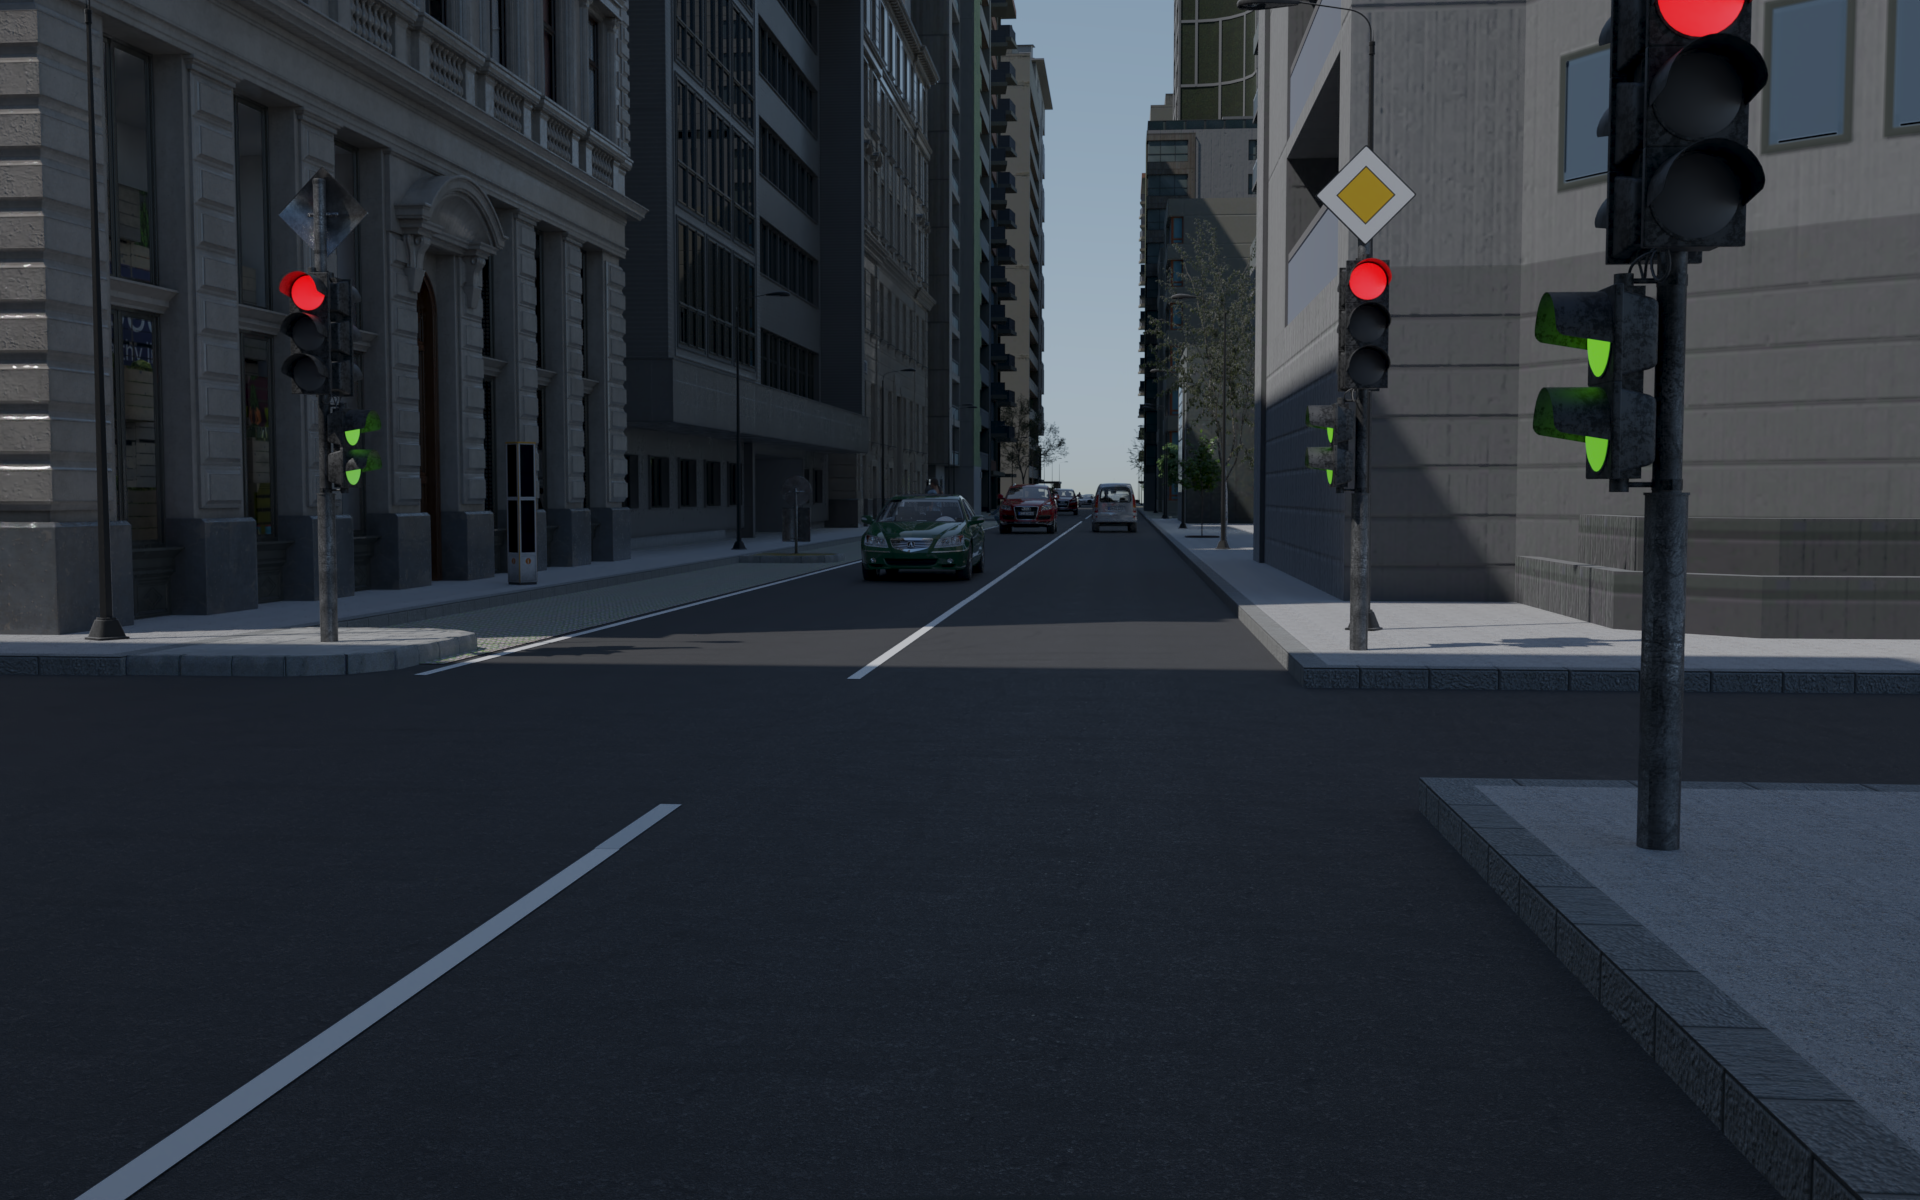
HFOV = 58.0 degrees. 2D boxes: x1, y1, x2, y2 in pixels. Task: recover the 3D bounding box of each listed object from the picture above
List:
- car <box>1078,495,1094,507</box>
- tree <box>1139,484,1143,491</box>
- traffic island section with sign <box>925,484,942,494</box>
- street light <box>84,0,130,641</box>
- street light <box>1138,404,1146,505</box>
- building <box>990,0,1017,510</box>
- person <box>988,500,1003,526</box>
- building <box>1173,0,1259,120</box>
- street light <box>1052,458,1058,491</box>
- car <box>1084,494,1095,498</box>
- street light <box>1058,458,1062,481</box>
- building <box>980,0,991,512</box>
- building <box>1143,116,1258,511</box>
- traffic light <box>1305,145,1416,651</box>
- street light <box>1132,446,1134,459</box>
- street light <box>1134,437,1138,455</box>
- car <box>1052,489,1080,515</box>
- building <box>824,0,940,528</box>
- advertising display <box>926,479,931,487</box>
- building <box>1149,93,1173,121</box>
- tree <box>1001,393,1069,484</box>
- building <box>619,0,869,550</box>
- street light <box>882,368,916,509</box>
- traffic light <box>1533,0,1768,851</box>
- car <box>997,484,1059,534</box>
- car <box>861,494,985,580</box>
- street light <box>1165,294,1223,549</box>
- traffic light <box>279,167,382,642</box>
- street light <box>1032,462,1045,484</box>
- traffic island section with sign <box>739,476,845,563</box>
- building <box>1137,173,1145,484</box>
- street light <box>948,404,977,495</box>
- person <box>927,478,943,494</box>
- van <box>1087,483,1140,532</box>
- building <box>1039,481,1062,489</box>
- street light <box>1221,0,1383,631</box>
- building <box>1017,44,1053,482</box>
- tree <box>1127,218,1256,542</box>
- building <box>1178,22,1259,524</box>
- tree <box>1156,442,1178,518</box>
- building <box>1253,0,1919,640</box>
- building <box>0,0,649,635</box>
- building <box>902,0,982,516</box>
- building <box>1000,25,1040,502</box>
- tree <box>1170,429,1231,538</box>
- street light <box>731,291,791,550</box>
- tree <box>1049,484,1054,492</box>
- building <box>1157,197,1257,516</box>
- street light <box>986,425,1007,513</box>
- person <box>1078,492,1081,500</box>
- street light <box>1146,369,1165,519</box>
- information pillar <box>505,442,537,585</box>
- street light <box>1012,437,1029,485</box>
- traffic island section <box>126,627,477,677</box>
[{"bbox_3d":[14.294,-11.204,195.548,2.083,1.381,4.827,0,4,5],"label":"car"},{"bbox_3d":[19.147,-11.103,176.138,1.663,3.219,1.824,0,3,0],"label":"tree"},{"bbox_3d":[-0.955,-3.375,63.804,1.989,1.847,2.006,0,4,5],"label":"traffic island section with sign"},{"bbox_3d":[-6.997,-2.601,15.065,1.470,5.913,1.316,0,4,5],"label":"street light"},{"bbox_3d":[10.311,-7.293,91.784,1.470,5.913,1.316,0,4,5],"label":"street light"},{"bbox_3d":[-6.856,-29.732,140.746,22.147,44.769,28.867,0,4,5],"label":"building"},{"bbox_3d":[1.761,-3.949,78.559,1.012,1.151,0.738,-2,4,-27],"label":"person"},{"bbox_3d":[27.061,-43.667,152.208,20.563,71.187,20.611,0,4,5],"label":"building"},{"bbox_3d":[10.191,-13.810,198.329,1.470,5.913,1.316,0,4,5],"label":"street light"},{"bbox_3d":[16.702,-13.000,224.349,2.131,1.459,4.920,0,4,5],"label":"car"},{"bbox_3d":[12.381,-15.283,222.418,1.470,5.913,1.316,0,4,5],"label":"street light"},{"bbox_3d":[-9.374,-30.075,115.424,21.300,48.544,21.600,0,4,5],"label":"building"},{"bbox_3d":[21.585,-22.315,136.558,14.160,30.474,14.107,0,4,5],"label":"building"},{"bbox_3d":[3.261,-1.542,14.136,0.839,4.253,0.868,0,4,5],"label":"traffic light"},{"bbox_3d":[14.994,-10.310,141.113,1.470,5.913,1.316,0,4,5],"label":"street light"},{"bbox_3d":[12.655,-8.814,116.650,1.470,5.913,1.316,0,4,5],"label":"street light"},{"bbox_3d":[7.100,-6.752,119.070,2.281,1.827,5.304,0,4,4],"label":"car"},{"bbox_3d":[-8.349,-17.128,77.300,12.463,27.353,25.104,0,4,5],"label":"building"},{"bbox_3d":[-1.374,-4.333,76.065,0.123,1.923,0.974,0,4,4],"label":"advertising display"},{"bbox_3d":[33.019,-35.593,205.647,21.300,48.544,21.600,0,4,5],"label":"building"},{"bbox_3d":[5.990,-13.736,158.989,8.767,10.594,7.601,1,4,9],"label":"tree"},{"bbox_3d":[-11.783,-14.127,50.051,14.314,24.678,30.058,0,4,5],"label":"building"},{"bbox_3d":[-2.317,-5.604,64.164,1.470,5.913,1.316,0,4,5],"label":"street light"},{"bbox_3d":[2.520,-1.056,6.186,0.839,4.253,0.868,0,4,5],"label":"traffic light"},{"bbox_3d":[2.567,-3.405,64.347,2.281,1.827,5.304,0,4,5],"label":"car"},{"bbox_3d":[-0.586,-1.132,30.303,2.131,1.459,4.920,0,4,5],"label":"car"},{"bbox_3d":[5.604,-4.145,40.320,1.470,5.913,1.316,0,4,5],"label":"street light"},{"bbox_3d":[-5.464,-1.591,14.930,0.839,4.253,0.868,0,4,5],"label":"traffic light"},{"bbox_3d":[7.872,-12.329,174.123,1.470,5.913,1.316,0,4,5],"label":"street light"},{"bbox_3d":[-3.496,-1.711,36.598,1.989,1.847,2.006,0,4,5],"label":"traffic island section with sign"},{"bbox_3d":[34.920,-35.245,230.882,22.147,44.769,28.867,0,4,5],"label":"building"},{"bbox_3d":[0.222,-7.278,91.540,1.470,5.913,1.316,0,4,5],"label":"street light"},{"bbox_3d":[-0.543,-1.936,40.240,0.616,1.811,0.778,-3,4,-38],"label":"person"},{"bbox_3d":[5.878,-3.618,66.160,2.013,2.044,4.112,0,4,3],"label":"van"},{"bbox_3d":[-2.393,-33.264,235.740,32.217,40.220,23.993,0,4,5],"label":"building"},{"bbox_3d":[3.277,-2.673,16.243,1.470,5.913,1.316,0,4,5],"label":"street light"},{"bbox_3d":[-3.635,-37.947,209.666,28.713,52.752,27.495,0,4,5],"label":"building"},{"bbox_3d":[6.959,-5.840,45.851,4.360,8.622,3.978,0,3,0],"label":"tree"},{"bbox_3d":[20.452,-46.118,66.693,22.319,86.520,31.000,0,4,5],"label":"building"},{"bbox_3d":[12.398,-6.820,95.214,4.285,4.588,4.351,0,3,0],"label":"tree"},{"bbox_3d":[18.951,-29.366,22.138,28.212,58.520,21.231,0,4,5],"label":"building"},{"bbox_3d":[-12.099,-11.974,24.652,11.050,23.489,19.941,0,4,5],"label":"building"},{"bbox_3d":[-6.346,-25.293,97.128,14.154,41.232,14.086,0,4,5],"label":"building"},{"bbox_3d":[-2.694,-34.313,184.719,21.300,48.544,21.600,0,4,5],"label":"building"},{"bbox_3d":[7.149,-3.459,51.161,1.663,3.219,1.824,0,3,0],"label":"tree"},{"bbox_3d":[-4.572,-4.116,39.833,1.470,5.913,1.316,0,4,5],"label":"street light"},{"bbox_3d":[13.608,-15.582,249.369,1.663,3.219,1.824,0,3,0],"label":"tree"},{"bbox_3d":[27.246,-16.496,114.750,27.650,21.520,28.899,0,4,5],"label":"building"},{"bbox_3d":[2.472,-8.812,116.621,1.470,5.913,1.316,0,4,5],"label":"street light"},{"bbox_3d":[17.047,-14.528,246.697,0.551,1.740,0.621,-3,5,-42],"label":"person"},{"bbox_3d":[7.770,-5.619,64.411,1.470,5.913,1.316,0,4,5],"label":"street light"},{"bbox_3d":[-6.195,-1.222,24.475,0.304,2.012,0.304,3,5,41],"label":"information pillar"},{"bbox_3d":[4.788,-10.285,140.698,1.470,5.913,1.316,0,4,5],"label":"street light"},{"bbox_3d":[-5.503,0.441,15.069,2.009,0.180,2.903,0,4,5],"label":"traffic island section"}]
